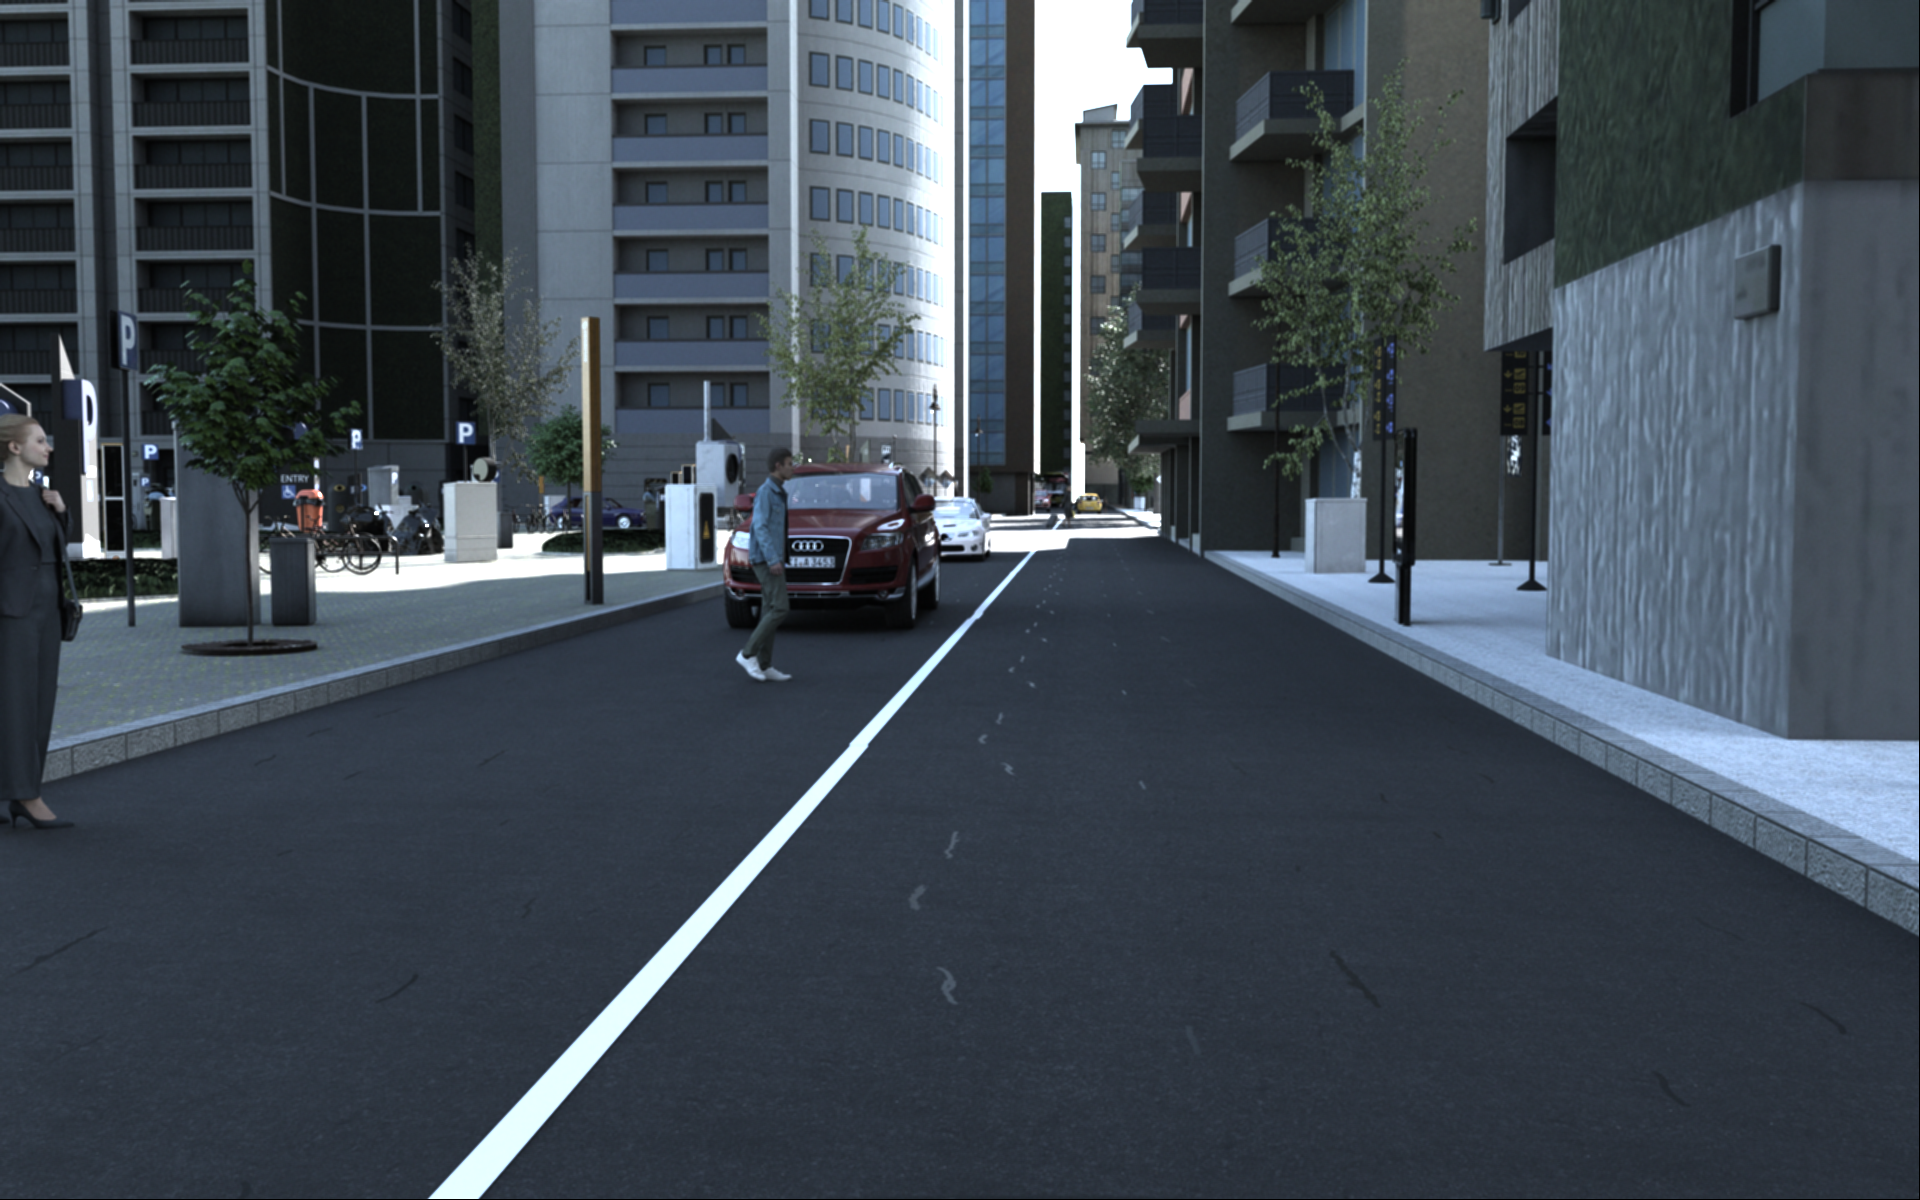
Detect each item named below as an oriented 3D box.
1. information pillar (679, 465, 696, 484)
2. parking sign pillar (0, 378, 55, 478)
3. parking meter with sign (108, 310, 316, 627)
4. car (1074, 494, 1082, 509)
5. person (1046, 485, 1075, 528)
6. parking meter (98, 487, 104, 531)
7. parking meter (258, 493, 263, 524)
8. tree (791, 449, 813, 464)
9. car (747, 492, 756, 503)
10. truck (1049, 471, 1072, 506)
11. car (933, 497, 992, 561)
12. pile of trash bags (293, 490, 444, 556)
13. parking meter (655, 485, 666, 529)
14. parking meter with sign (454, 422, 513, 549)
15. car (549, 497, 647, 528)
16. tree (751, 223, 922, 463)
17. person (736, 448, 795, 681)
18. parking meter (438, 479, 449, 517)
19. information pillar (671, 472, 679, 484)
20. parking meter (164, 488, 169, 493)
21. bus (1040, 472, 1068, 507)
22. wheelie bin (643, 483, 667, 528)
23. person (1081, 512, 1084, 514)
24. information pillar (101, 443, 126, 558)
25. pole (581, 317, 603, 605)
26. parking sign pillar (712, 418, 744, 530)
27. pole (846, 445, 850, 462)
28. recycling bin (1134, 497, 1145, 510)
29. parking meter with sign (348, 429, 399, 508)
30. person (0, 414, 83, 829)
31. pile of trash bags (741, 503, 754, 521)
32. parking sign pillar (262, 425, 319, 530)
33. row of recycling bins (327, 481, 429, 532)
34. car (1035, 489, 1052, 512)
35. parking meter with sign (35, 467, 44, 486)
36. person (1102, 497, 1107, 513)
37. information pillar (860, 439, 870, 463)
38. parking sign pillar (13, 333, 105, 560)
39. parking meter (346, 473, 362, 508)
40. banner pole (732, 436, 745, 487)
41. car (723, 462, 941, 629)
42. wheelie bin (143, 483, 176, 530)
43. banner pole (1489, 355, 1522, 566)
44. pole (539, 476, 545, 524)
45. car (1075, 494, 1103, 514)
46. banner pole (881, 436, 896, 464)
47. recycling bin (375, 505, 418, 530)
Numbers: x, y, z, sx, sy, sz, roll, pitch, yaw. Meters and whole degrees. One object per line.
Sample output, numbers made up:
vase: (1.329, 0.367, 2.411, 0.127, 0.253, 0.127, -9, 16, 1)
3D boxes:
information pillar: (-6.768, -2.378, 43.373, 0.304, 2.012, 0.304, 1, 4, 11)
parking sign pillar: (-19.238, -2.817, 34.523, 1.447, 3.967, 1.447, 0, 4, 1)
parking meter with sign: (-7.212, -1.257, 16.816, 1.738, 3.016, 0.543, 0, 4, -8)
car: (11.896, -9.554, 165.990, 2.009, 1.686, 4.222, 0, 4, 4)
person: (4.319, -3.988, 73.917, 1.509, 1.804, 0.699, -2, 4, -31)
parking meter: (-21.742, -2.147, 43.521, 0.372, 1.533, 0.369, 0, 3, 0)
parking meter: (-29.858, -4.174, 73.957, 0.255, 1.863, 0.399, 3, 5, 44)
tree: (-6.794, -4.823, 73.456, 1.663, 3.219, 1.824, 0, 3, 0)
car: (-6.816, -3.564, 67.312, 4.494, 1.783, 2.155, 0, 4, 3)
truck: (12.107, -13.501, 209.653, 2.839, 4.237, 11.283, 0, 4, 6)
car: (-0.303, -1.598, 38.484, 2.083, 1.381, 4.827, 0, 4, 3)
pile of trash bags: (-12.690, -1.671, 37.081, 3.447, 1.369, 1.912, 1, 4, 13)
parking meter: (-8.192, -2.396, 47.584, 0.372, 1.533, 0.369, 0, 3, 0)
parking meter with sign: (-11.310, -2.754, 41.296, 1.738, 3.016, 0.543, 3, 5, 40)
car: (-14.431, -3.490, 69.641, 3.894, 1.354, 1.945, 0, 4, 6)
tree: (-3.231, -5.882, 46.540, 4.737, 8.622, 4.395, 0, 3, 0)
person: (-1.478, -0.269, 13.237, 0.444, 1.785, 0.601, 1, 4, 9)
parking meter: (-19.278, -3.609, 64.717, 0.399, 1.863, 0.255, -1, 4, -11)
information pillar: (-9.444, -3.258, 57.757, 0.304, 2.012, 0.304, 0, 4, 6)
parking meter: (-27.271, -3.113, 59.312, 0.372, 1.533, 0.369, 0, 3, 0)
bus: (10.771, -12.468, 195.402, 2.896, 3.916, 12.252, 0, 4, 5)
wheelie bin: (-8.744, -2.583, 50.137, 0.693, 1.594, 0.980, 3, 5, 41)
person: (9.001, -6.984, 127.364, 0.332, 1.250, 0.352, 1, 4, 19)
information pillar: (-12.291, -1.269, 25.232, 0.304, 2.012, 0.304, -1, 4, -17)
pole: (-4.267, -1.605, 20.092, 0.158, 3.312, 0.155, 0, 3, 0)
parking sign pillar: (-8.339, -4.512, 62.241, 1.447, 3.967, 1.447, 2, 4, 31)
pole: (-4.632, -4.791, 72.173, 0.158, 3.312, 0.155, 0, 3, 0)
recycling bin: (14.879, -8.002, 143.387, 0.722, 1.027, 0.722, 2, 4, 33)
parking meter with sign: (-15.396, -3.058, 46.253, 1.738, 3.016, 0.543, 1, 4, 14)
person: (-4.079, 0.093, 7.406, 0.534, 1.772, 0.576, -1, 4, -12)
pile of trash bags: (-5.224, -2.593, 52.156, 1.912, 1.369, 3.447, -3, 5, -40)
parking sign pillar: (-16.885, -3.376, 43.670, 1.447, 3.967, 1.447, 0, 4, -4)
row of recycling bins: (-18.551, -2.945, 55.260, 3.534, 1.692, 1.069, 1, 4, 13)
car: (6.224, -7.948, 138.628, 2.281, 1.827, 5.304, 0, 4, 2)
parking meter with sign: (-52.727, -6.328, 99.724, 0.543, 3.016, 1.738, 1, 4, 20)
person: (10.868, -7.145, 129.996, 0.362, 1.253, 0.373, 0, 4, 5)
information pillar: (-3.997, -5.011, 73.283, 0.504, 3.616, 0.183, 3, 4, 36)
parking sign pillar: (-15.218, -2.529, 29.814, 1.447, 3.967, 1.447, -1, 4, -15)
parking meter: (-16.854, -2.596, 48.152, 0.399, 1.863, 0.255, -1, 4, -21)
banner pole: (-9.475, -5.136, 73.988, 0.863, 3.779, 0.401, 3, 4, 36)
car: (-1.373, -0.705, 20.200, 2.281, 1.827, 5.304, 0, 4, 4)
wheelie bin: (-23.909, -2.672, 51.596, 0.980, 1.594, 0.693, 3, 5, 43)
banner pole: (9.921, -2.523, 31.270, 0.863, 3.779, 0.401, -3, 5, -40)
pole: (-17.728, -4.864, 73.369, 0.158, 3.312, 0.155, 0, 3, 0)
car: (9.266, -6.977, 124.296, 2.015, 1.641, 3.980, 0, 4, 3)
banner pole: (-3.031, -5.177, 74.661, 0.863, 3.779, 0.401, 1, 4, 22)
recycling bin: (-12.836, -1.648, 39.497, 0.722, 1.027, 0.722, 3, 5, 44)
